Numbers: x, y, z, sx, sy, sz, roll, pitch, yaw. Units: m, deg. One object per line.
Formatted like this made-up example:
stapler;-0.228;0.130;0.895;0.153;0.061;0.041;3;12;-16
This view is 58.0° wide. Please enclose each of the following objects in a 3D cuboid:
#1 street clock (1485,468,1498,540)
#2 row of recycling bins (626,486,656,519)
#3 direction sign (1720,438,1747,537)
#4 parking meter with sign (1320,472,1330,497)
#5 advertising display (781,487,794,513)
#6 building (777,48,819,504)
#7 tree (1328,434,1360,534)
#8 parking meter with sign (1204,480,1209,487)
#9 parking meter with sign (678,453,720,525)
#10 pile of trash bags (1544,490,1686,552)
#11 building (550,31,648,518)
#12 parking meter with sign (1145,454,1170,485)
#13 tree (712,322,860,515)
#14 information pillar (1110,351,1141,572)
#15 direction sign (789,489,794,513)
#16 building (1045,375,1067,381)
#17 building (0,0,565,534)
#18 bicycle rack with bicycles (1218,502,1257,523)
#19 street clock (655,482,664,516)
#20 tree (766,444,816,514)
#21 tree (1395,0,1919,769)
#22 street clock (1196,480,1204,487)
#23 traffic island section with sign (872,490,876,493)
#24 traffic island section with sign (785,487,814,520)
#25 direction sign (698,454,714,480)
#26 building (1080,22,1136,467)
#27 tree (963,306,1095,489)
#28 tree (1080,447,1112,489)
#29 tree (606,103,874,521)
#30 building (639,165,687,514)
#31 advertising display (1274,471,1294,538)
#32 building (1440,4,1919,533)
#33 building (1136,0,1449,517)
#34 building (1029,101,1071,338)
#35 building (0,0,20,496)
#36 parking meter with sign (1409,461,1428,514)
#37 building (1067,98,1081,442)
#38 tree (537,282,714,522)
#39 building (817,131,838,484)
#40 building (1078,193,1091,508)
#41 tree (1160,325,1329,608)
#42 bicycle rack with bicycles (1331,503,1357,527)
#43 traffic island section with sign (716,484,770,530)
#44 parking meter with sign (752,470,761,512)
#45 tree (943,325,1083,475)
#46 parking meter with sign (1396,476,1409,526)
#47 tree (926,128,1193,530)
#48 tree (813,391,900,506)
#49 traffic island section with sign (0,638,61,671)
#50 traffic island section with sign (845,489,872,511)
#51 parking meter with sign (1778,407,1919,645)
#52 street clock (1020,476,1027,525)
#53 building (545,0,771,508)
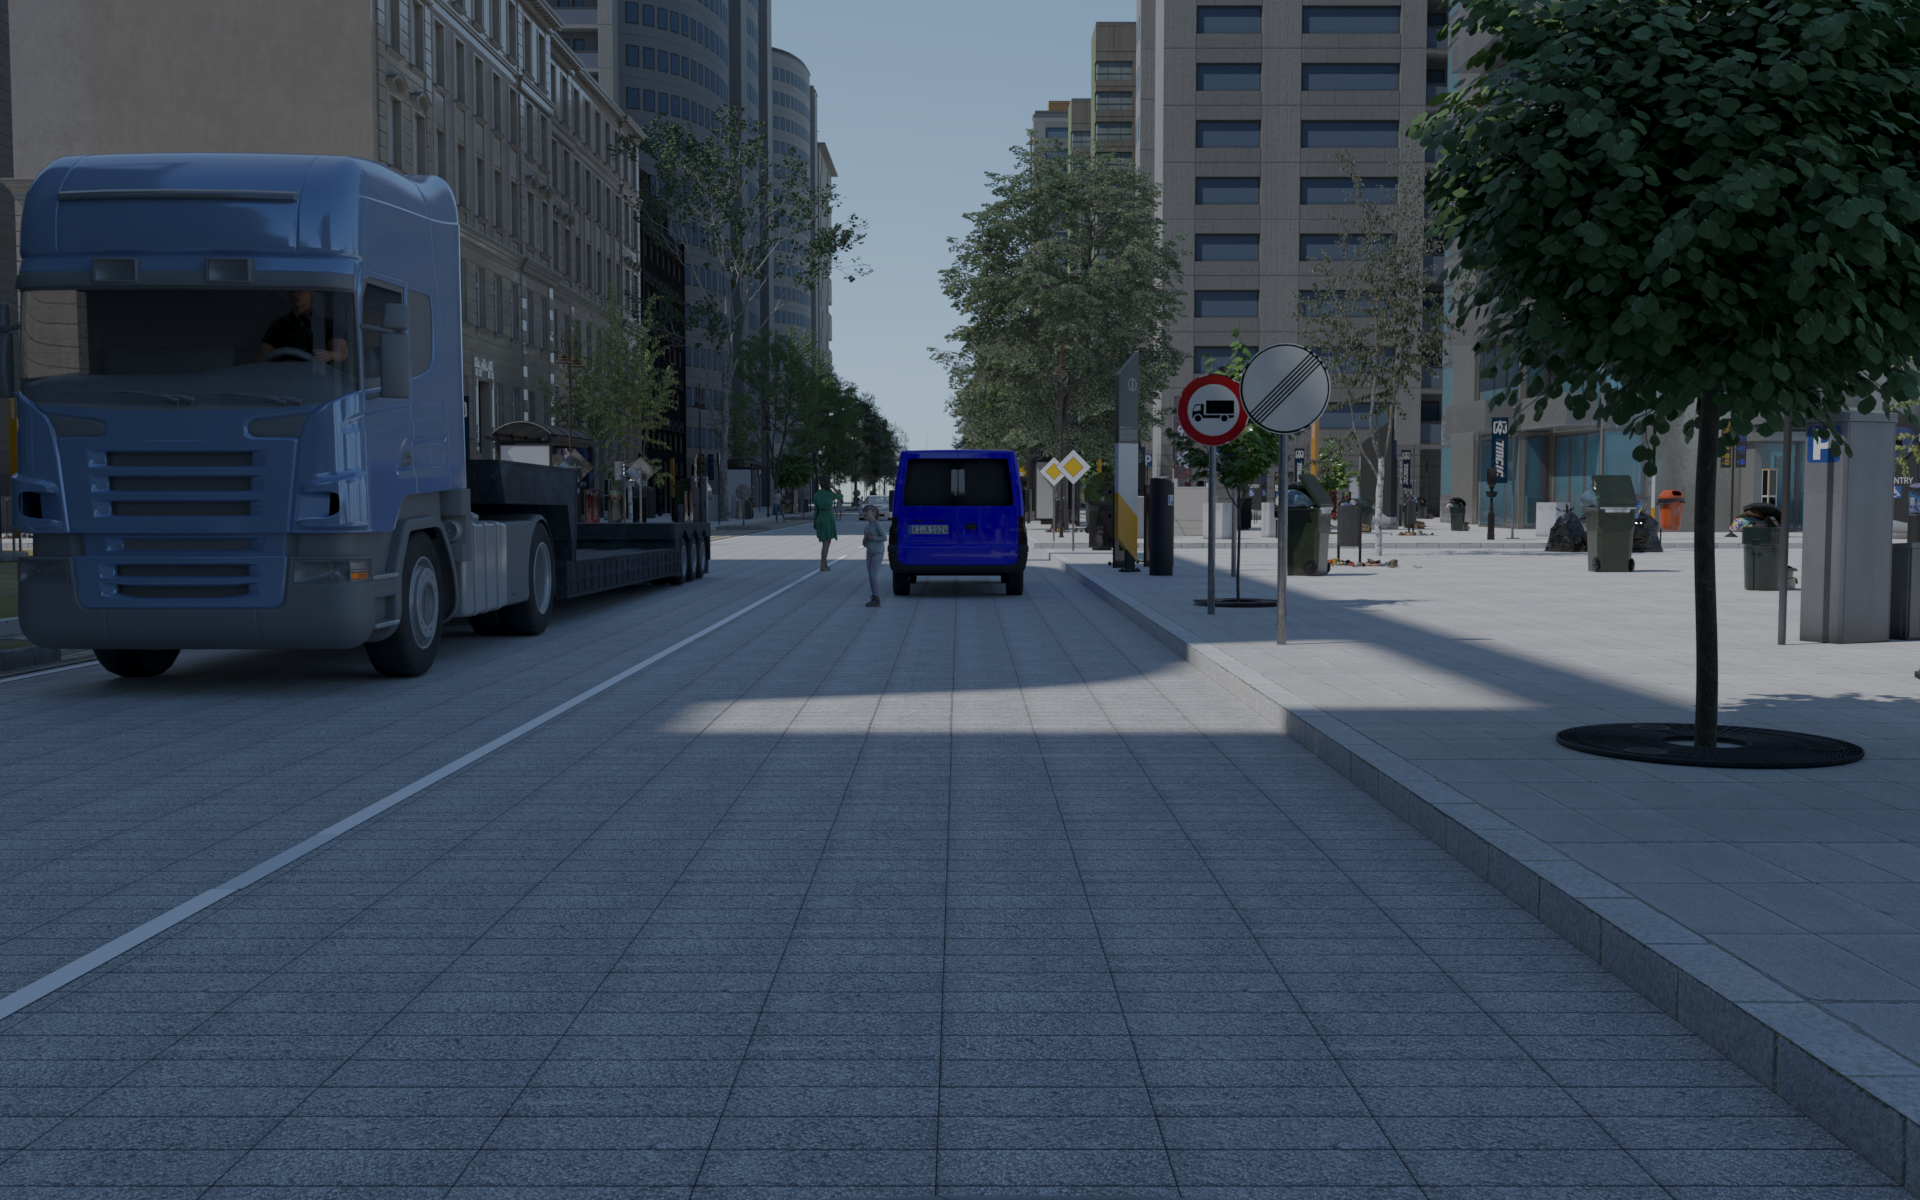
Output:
street clock;14.826;-2.676;48.317;0.358;2.002;0.471;1;4;10
row of recycling bins;-16.742;-5.132;91.013;1.069;1.692;3.534;0;4;5
direction sign;22.982;-3.640;51.507;0.379;3.537;0.876;-2;4;-26
parking meter with sign;14.709;-4.615;71.712;0.543;3.016;1.738;-2;4;-30
advertising display;-11.727;-6.879;117.681;0.974;1.923;0.123;-2;4;-33
building;-30.196;-41.876;226.674;21.231;58.520;28.212;0;3;0
tree;11.794;-3.735;55.662;1.663;3.219;1.824;0;3;0
parking meter with sign;12.577;-5.581;87.507;0.543;3.016;1.738;1;4;18
parking meter with sign;-10.966;-4.682;72.810;1.738;3.016;0.543;0;4;-1
pile of trash bags;14.874;-1.769;38.682;3.447;1.369;1.912;-2;4;-28
building;-24.755;-18.012;91.753;12.463;27.353;25.104;0;3;0
parking meter with sign;8.710;-4.828;75.199;0.543;3.016;1.738;-3;4;-39
tree;-11.262;-10.995;105.530;9.928;11.665;9.643;0;3;0
information pillar;2.734;-2.262;28.346;0.504;3.616;0.183;-3;5;-42
direction sign;-11.408;-7.635;116.825;0.379;3.537;0.876;-2;4;-32
building;25.601;-24.024;237.836;27.650;21.520;28.899;0;3;0
building;-24.019;-16.459;66.373;12.463;27.353;25.104;0;3;0
bicycle rack with bicycles;12.052;-3.869;76.640;2.852;0.926;2.925;1;4;14
street clock;-17.328;-5.833;99.940;0.358;2.002;0.471;2;4;33
tree;-11.058;-7.926;113.306;4.285;4.588;4.351;0;3;0
tree;3.838;-1.528;8.697;4.285;4.588;4.351;0;3;0
street clock;12.801;-5.355;92.126;0.471;2.002;0.358;0;4;5
traffic island section with sign;-8.687;-10.116;174.017;1.989;1.847;2.006;0;3;0
traffic island section with sign;-8.687;-5.376;96.527;1.989;1.847;2.006;0;3;0
direction sign;-14.399;-6.499;98.252;0.876;3.537;0.379;-1;4;-19
building;18.480;-28.777;154.100;14.154;41.232;14.086;0;3;0
tree;3.725;-10.153;91.752;9.928;11.665;9.643;0;3;0
tree;7.971;-7.418;104.999;4.285;4.588;4.351;0;3;0
tree;-10.201;-13.845;82.256;12.611;20.169;13.585;0;3;0
building;-25.229;-17.299;112.520;12.332;23.373;15.834;0;3;0
advertising display;9.292;-2.721;49.705;0.123;1.923;0.974;-1;4;-17
building;34.216;-27.311;66.146;30.456;49.044;23.786;0;3;0
building;21.345;-34.494;105.980;21.231;58.520;28.212;0;3;0
building;21.132;-44.289;266.115;21.231;58.520;28.212;0;3;0
building;-47.801;-17.230;59.211;29.804;29.767;11.434;0;3;0
parking meter with sign;23.928;-5.856;92.004;1.738;3.016;0.543;1;4;15
building;18.235;-30.504;182.334;14.154;41.232;14.086;0;3;0
tree;-11.424;-6.682;59.607;4.737;8.622;4.395;0;3;0
building;-32.990;-40.698;254.651;28.713;52.752;27.495;0;3;0
building;18.367;-24.269;168.498;14.160;30.474;14.107;0;3;0
tree;3.092;-1.553;19.998;1.663;3.219;1.824;0;3;0
bicycle rack with bicycles;15.152;-3.283;67.061;2.925;0.926;2.852;3;5;43
traffic island section with sign;-8.679;-3.727;69.572;1.989;1.847;2.006;0;3;0
parking meter with sign;-14.801;-7.635;121.098;1.738;3.016;0.543;1;4;12
tree;3.696;-11.946;112.318;9.611;12.733;9.660;0;3;0
parking meter with sign;17.122;-4.418;68.488;0.543;3.016;1.738;2;4;31
tree;3.699;-9.491;61.832;9.857;13.997;8.962;0;3;0
tree;-11.167;-16.498;186.741;9.611;12.733;9.660;0;3;0
traffic island section with sign;-8.685;-0.348;14.315;1.989;1.847;2.006;0;3;0
traffic island section with sign;-8.685;-8.438;146.586;1.989;1.847;2.006;0;3;0
parking meter with sign;7.731;-1.146;14.994;1.738;3.016;0.543;-2;4;-26
street clock;2.494;-3.945;69.066;0.358;2.002;0.471;-1;4;-20
building;-29.723;-38.038;163.927;21.231;58.520;28.212;0;3;0
